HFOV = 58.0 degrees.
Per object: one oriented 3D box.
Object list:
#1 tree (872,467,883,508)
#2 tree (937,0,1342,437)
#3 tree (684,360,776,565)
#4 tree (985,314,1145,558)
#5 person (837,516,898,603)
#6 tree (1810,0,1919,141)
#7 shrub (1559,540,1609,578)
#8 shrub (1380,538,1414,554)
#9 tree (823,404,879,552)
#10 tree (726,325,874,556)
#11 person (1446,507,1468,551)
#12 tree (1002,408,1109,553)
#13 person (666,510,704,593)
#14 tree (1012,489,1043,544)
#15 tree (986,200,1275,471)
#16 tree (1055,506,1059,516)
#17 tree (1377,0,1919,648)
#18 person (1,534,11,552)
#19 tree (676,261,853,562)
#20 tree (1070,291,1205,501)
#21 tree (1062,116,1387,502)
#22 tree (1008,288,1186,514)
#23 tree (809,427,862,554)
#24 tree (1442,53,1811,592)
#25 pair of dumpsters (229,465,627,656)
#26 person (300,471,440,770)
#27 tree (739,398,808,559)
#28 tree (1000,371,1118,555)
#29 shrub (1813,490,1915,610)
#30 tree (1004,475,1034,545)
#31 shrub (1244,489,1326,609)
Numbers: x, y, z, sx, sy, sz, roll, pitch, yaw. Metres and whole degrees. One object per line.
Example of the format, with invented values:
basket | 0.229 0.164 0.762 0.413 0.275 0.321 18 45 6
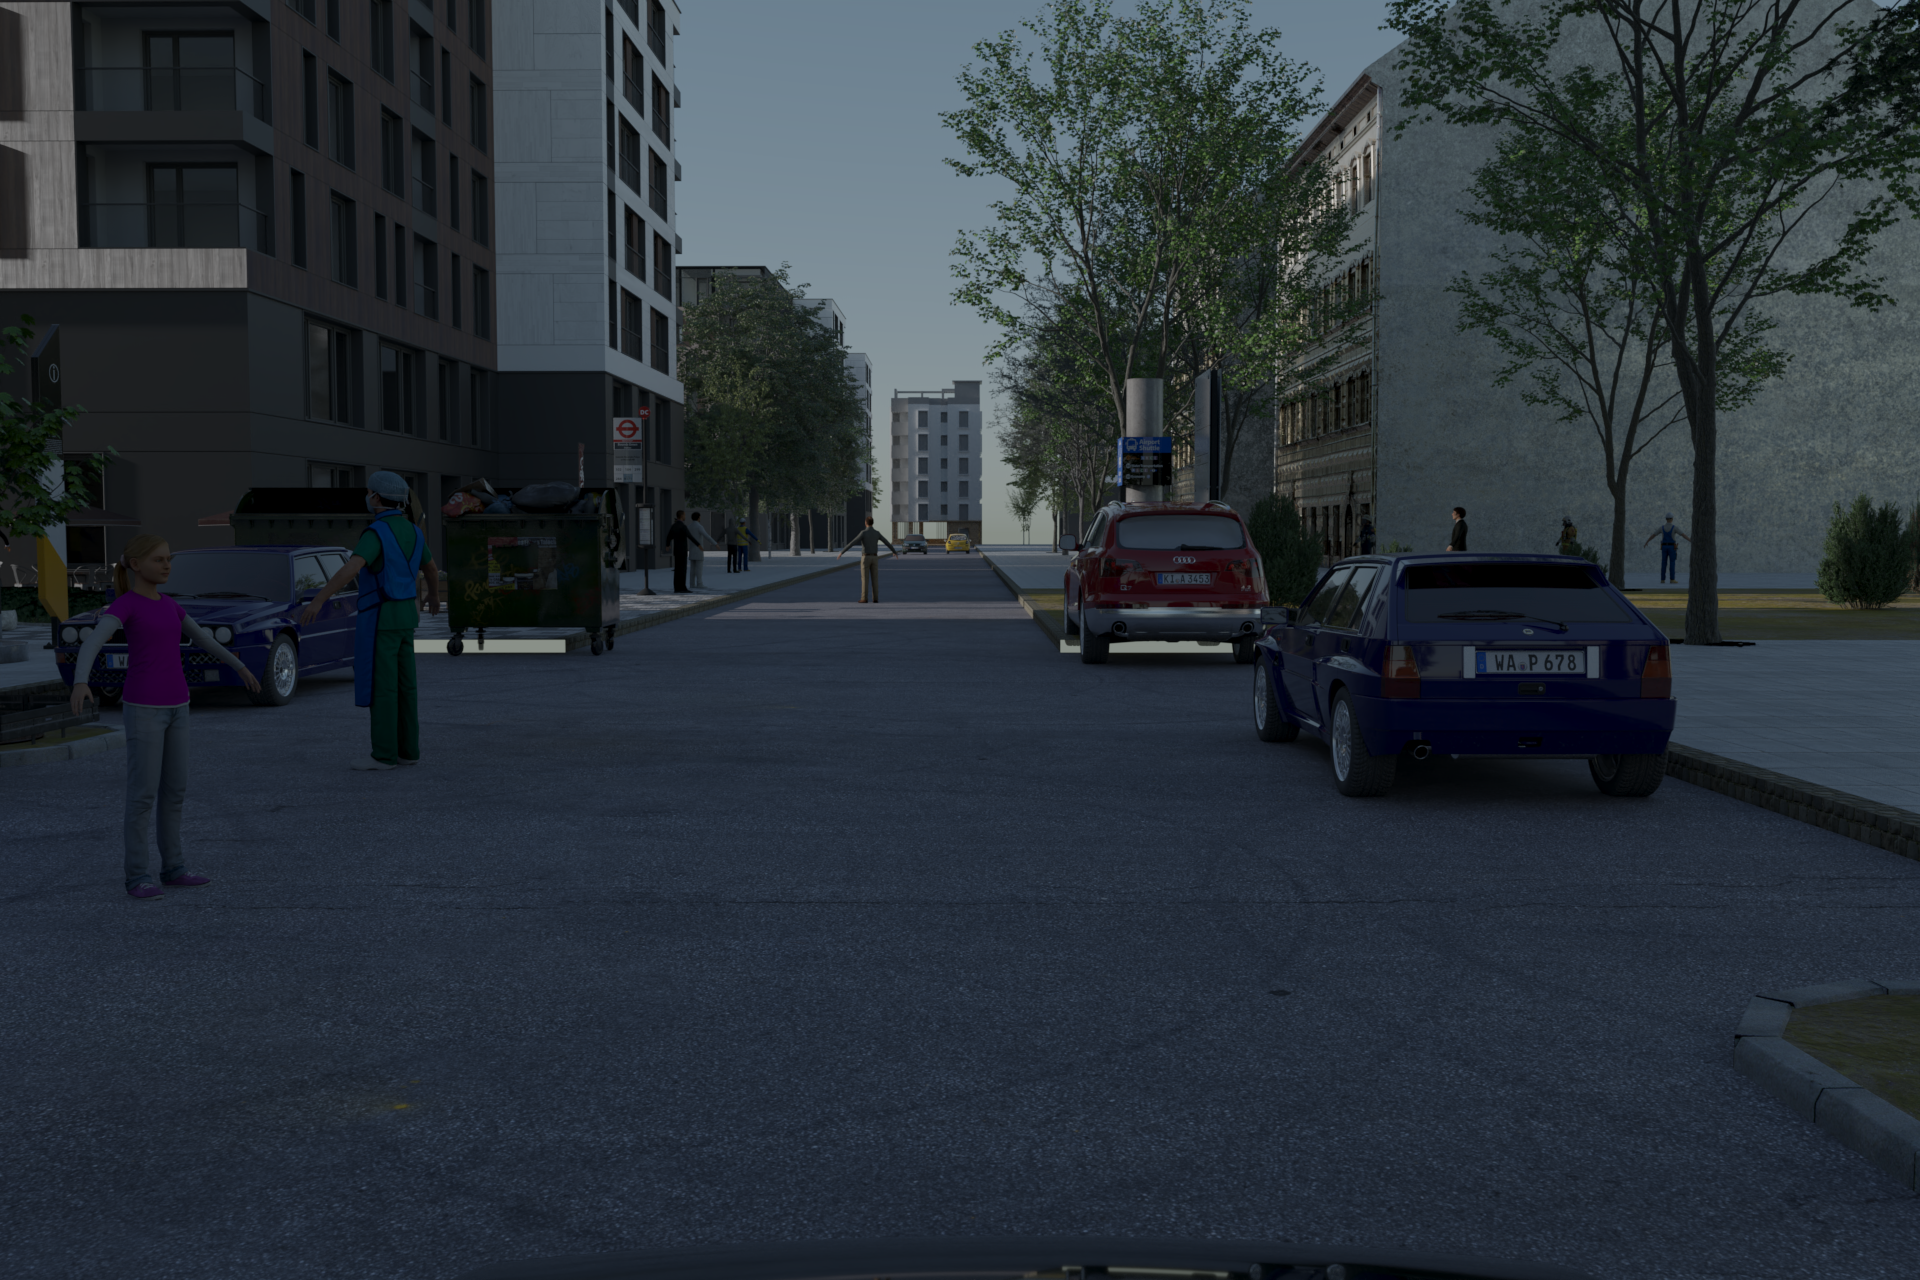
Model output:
tree | -13.268 -18.381 218.652 7.486 12.596 7.792 0 3 0
tree | 3.426 -6.589 33.491 9.928 11.665 9.643 0 3 0
tree | -9.538 -7.462 72.365 4.737 8.622 4.395 0 3 0
tree | 6.368 -11.049 91.022 12.009 13.543 11.850 0 3 0
person | -1.885 -1.666 35.973 1.348 1.796 0.705 -2 4 -24
tree | 8.101 -4.591 9.473 7.601 10.594 8.767 0 4 -5
shrub | 9.930 -1.025 27.868 1.383 1.207 1.383 0 3 0
shrub | 8.337 -1.344 33.094 1.383 1.207 1.383 0 3 0
tree | -9.241 -12.031 122.458 9.928 11.665 9.643 0 3 0
tree | -9.730 -11.897 101.175 9.857 13.997 8.962 0 3 0
person | 9.623 -1.672 33.529 0.705 1.806 1.347 2 4 24
tree | 6.493 -11.712 117.251 9.928 11.665 9.643 0 3 0
person | -6.047 -1.922 37.655 0.704 1.802 1.346 -3 5 -43
tree | 8.488 -16.410 218.669 4.737 8.622 4.395 0 3 0
tree | 6.129 -9.247 61.561 12.009 13.543 11.850 0 3 0
tree | 14.418 -16.333 217.409 4.360 8.622 3.978 0 3 0
tree | 8.460 -5.754 19.826 9.928 11.665 9.643 0 3 0
person | -20.004 -1.763 35.552 0.721 1.740 1.216 1 4 20
tree | -9.721 -10.630 80.453 9.857 13.997 8.962 0 3 0
tree | 5.594 -6.152 50.947 4.737 8.622 4.395 0 3 0
tree | 6.333 -7.107 41.949 9.928 11.665 9.643 0 3 0
tree | 5.785 -8.987 72.698 9.928 11.665 9.643 0 3 0
tree | -9.913 -10.885 112.380 7.601 10.594 8.767 0 4 -3
tree | 14.773 -6.908 38.708 9.928 11.665 9.643 0 3 0
pair of dumpsters | -6.319 -0.966 20.746 4.436 2.255 1.574 0 4 0
person | -3.534 -0.125 10.633 0.704 1.817 1.347 1 4 16
tree | -10.024 -8.496 89.274 4.360 8.622 3.978 0 3 0
tree | 6.131 -11.441 105.192 7.486 12.596 7.792 0 3 0
shrub | 15.419 -1.536 29.527 1.690 2.028 1.600 0 3 0
tree | 8.065 -16.031 212.466 4.360 8.622 3.978 0 3 0
shrub | 5.226 -1.482 28.651 1.690 2.028 1.600 0 3 0
